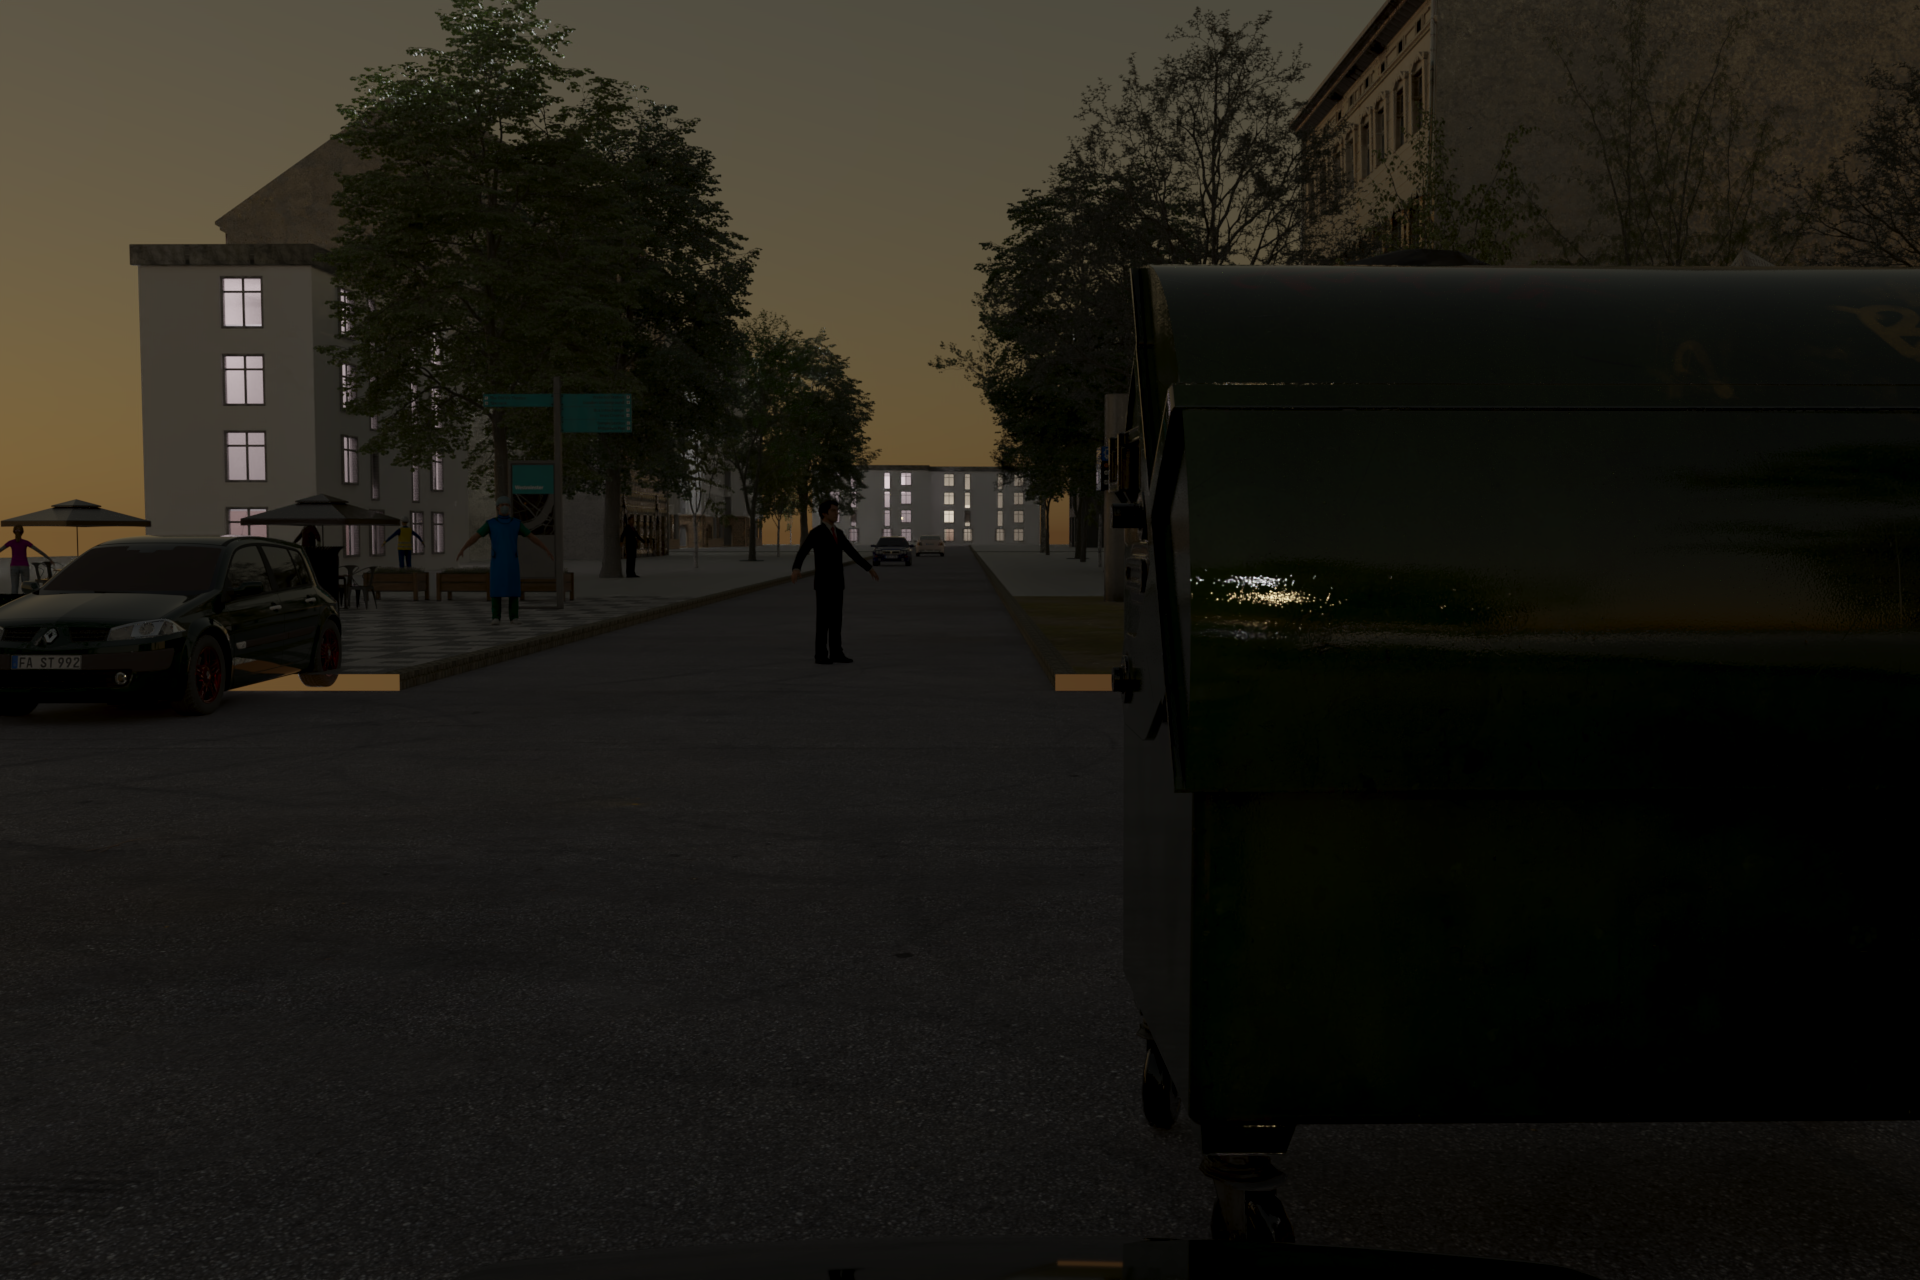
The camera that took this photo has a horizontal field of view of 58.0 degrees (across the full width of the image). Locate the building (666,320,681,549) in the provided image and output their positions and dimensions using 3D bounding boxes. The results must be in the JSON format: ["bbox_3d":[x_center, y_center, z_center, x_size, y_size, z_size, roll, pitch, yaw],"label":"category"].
[{"bbox_3d":[-29.458,-17.231,138.148,16.016,20.090,11.380,0,4,1],"label":"building"}]

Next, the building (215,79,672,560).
[{"bbox_3d":[-26.455,-16.044,93.243,19.493,23.208,18.063,0,4,-1],"label":"building"}]

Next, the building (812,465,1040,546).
[{"bbox_3d":[-4.084,-16.327,211.552,28.070,9.664,9.099,0,4,-4],"label":"building"}]

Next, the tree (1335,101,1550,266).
[{"bbox_3d":[8.420,-4.837,29.449,4.737,8.622,4.395,0,3,0],"label":"tree"}]

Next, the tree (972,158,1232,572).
[{"bbox_3d":[5.021,-9.219,57.380,9.857,13.997,8.962,0,3,0],"label":"tree"}]

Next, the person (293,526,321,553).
[{"bbox_3d":[-16.802,-2.353,44.605,1.346,1.812,0.704,3,4,38],"label":"person"}]

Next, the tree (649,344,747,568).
[{"bbox_3d":[-9.943,-7.013,65.025,4.737,8.622,4.395,0,3,0],"label":"tree"}]

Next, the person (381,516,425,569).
[{"bbox_3d":[-15.149,-2.490,47.177,1.216,1.772,0.721,-3,5,-39],"label":"person"}]

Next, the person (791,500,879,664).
[{"bbox_3d":[-1.424,-0.644,19.179,0.705,1.806,1.347,3,5,39],"label":"person"}]

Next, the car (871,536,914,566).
[{"bbox_3d":[-3.055,-4.027,78.420,1.945,1.354,3.894,0,4,0],"label":"car"}]

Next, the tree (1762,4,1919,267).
[{"bbox_3d":[21.368,-7.577,34.256,12.009,13.543,11.850,0,3,0],"label":"tree"}]

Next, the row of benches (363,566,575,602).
[{"bbox_3d":[-9.511,-1.089,33.266,4.104,0.672,1.422,0,4,5],"label":"row of benches"}]

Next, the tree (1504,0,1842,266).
[{"bbox_3d":[9.500,-4.452,23.148,4.360,8.622,3.978,0,3,0],"label":"tree"}]

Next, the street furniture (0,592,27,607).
[{"bbox_3d":[-14.355,-0.315,20.784,5.734,0.657,10.072,0,4,3],"label":"street furniture"}]

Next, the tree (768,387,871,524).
[{"bbox_3d":[-9.775,-11.991,121.806,9.928,11.665,9.643,0,3,0],"label":"tree"}]

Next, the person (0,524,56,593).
[{"bbox_3d":[-14.802,-1.102,27.278,0.991,1.433,0.599,-2,4,-23],"label":"person"}]

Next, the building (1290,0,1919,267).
[{"bbox_3d":[21.838,-13.713,55.130,19.493,23.208,18.063,0,4,0],"label":"building"}]

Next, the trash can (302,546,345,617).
[{"bbox_3d":[-7.636,-0.536,20.419,0.748,1.137,0.748,0,3,0],"label":"trash can"}]

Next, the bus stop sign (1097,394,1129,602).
[{"bbox_3d":[3.043,-2.679,32.816,0.837,3.901,0.837,0,4,-1],"label":"bus stop sign"}]

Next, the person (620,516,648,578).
[{"bbox_3d":[-9.648,-2.735,50.934,0.704,1.802,1.346,1,4,23],"label":"person"}]

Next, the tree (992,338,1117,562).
[{"bbox_3d":[5.671,-8.801,78.309,8.767,10.594,7.601,-1,4,-14],"label":"tree"}]

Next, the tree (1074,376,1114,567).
[{"bbox_3d":[5.604,-7.123,66.826,4.737,8.622,4.395,0,3,0],"label":"tree"}]

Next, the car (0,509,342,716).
[{"bbox_3d":[-6.770,-0.313,14.899,2.009,1.686,4.222,0,4,0],"label":"car"}]

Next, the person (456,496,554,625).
[{"bbox_3d":[-6.445,-1.125,24.528,1.347,1.817,0.704,-1,4,-23],"label":"person"}]

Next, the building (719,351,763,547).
[{"bbox_3d":[-26.743,-19.696,178.445,16.016,20.090,11.380,0,4,0],"label":"building"}]

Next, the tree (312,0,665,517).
[{"bbox_3d":[-9.890,-7.229,36.327,7.486,12.596,7.792,0,3,0],"label":"tree"}]

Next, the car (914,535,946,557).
[{"bbox_3d":[-1.934,-6.078,111.739,2.083,1.381,4.827,0,4,-1],"label":"car"}]

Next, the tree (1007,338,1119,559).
[{"bbox_3d":[6.043,-9.939,88.252,9.928,11.665,9.643,0,3,0],"label":"tree"}]

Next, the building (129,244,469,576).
[{"bbox_3d":[-23.045,-7.473,64.326,9.099,9.664,28.070,0,4,1],"label":"building"}]

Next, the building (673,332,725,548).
[{"bbox_3d":[-28.800,-18.715,162.402,16.016,20.090,11.380,0,4,0],"label":"building"}]

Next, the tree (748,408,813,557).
[{"bbox_3d":[-10.104,-8.938,96.491,4.737,8.622,4.395,0,3,0],"label":"tree"}]

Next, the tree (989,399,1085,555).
[{"bbox_3d":[5.073,-10.415,104.692,8.767,10.594,7.601,3,5,44],"label":"tree"}]

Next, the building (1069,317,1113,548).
[{"bbox_3d":[25.022,-20.443,178.222,27.936,21.610,32.646,0,4,0],"label":"building"}]

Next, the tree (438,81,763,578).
[{"bbox_3d":[-10.260,-8.804,50.604,9.857,13.997,8.962,0,3,0],"label":"tree"}]

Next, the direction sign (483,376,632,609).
[{"bbox_3d":[-6.808,-2.523,30.007,2.525,3.948,1.411,0,4,2],"label":"direction sign"}]

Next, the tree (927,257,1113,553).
[{"bbox_3d":[4.633,-16.087,118.910,12.611,20.169,13.585,0,3,0],"label":"tree"}]

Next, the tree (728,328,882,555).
[{"bbox_3d":[-9.675,-12.191,105.975,9.857,13.997,8.962,0,3,0],"label":"tree"}]

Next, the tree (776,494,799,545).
[{"bbox_3d":[-20.764,-15.861,209.685,4.737,8.622,4.395,0,3,0],"label":"tree"}]

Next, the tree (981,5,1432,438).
[{"bbox_3d":[5.622,-7.921,39.884,12.009,13.543,11.850,0,3,0],"label":"tree"}]

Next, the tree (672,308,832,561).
[{"bbox_3d":[-9.860,-9.503,81.133,9.928,11.665,9.643,0,3,0],"label":"tree"}]

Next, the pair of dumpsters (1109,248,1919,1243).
[{"bbox_3d":[2.539,0.073,3.765,4.436,2.255,1.574,0,4,-1],"label":"pair of dumpsters"}]
